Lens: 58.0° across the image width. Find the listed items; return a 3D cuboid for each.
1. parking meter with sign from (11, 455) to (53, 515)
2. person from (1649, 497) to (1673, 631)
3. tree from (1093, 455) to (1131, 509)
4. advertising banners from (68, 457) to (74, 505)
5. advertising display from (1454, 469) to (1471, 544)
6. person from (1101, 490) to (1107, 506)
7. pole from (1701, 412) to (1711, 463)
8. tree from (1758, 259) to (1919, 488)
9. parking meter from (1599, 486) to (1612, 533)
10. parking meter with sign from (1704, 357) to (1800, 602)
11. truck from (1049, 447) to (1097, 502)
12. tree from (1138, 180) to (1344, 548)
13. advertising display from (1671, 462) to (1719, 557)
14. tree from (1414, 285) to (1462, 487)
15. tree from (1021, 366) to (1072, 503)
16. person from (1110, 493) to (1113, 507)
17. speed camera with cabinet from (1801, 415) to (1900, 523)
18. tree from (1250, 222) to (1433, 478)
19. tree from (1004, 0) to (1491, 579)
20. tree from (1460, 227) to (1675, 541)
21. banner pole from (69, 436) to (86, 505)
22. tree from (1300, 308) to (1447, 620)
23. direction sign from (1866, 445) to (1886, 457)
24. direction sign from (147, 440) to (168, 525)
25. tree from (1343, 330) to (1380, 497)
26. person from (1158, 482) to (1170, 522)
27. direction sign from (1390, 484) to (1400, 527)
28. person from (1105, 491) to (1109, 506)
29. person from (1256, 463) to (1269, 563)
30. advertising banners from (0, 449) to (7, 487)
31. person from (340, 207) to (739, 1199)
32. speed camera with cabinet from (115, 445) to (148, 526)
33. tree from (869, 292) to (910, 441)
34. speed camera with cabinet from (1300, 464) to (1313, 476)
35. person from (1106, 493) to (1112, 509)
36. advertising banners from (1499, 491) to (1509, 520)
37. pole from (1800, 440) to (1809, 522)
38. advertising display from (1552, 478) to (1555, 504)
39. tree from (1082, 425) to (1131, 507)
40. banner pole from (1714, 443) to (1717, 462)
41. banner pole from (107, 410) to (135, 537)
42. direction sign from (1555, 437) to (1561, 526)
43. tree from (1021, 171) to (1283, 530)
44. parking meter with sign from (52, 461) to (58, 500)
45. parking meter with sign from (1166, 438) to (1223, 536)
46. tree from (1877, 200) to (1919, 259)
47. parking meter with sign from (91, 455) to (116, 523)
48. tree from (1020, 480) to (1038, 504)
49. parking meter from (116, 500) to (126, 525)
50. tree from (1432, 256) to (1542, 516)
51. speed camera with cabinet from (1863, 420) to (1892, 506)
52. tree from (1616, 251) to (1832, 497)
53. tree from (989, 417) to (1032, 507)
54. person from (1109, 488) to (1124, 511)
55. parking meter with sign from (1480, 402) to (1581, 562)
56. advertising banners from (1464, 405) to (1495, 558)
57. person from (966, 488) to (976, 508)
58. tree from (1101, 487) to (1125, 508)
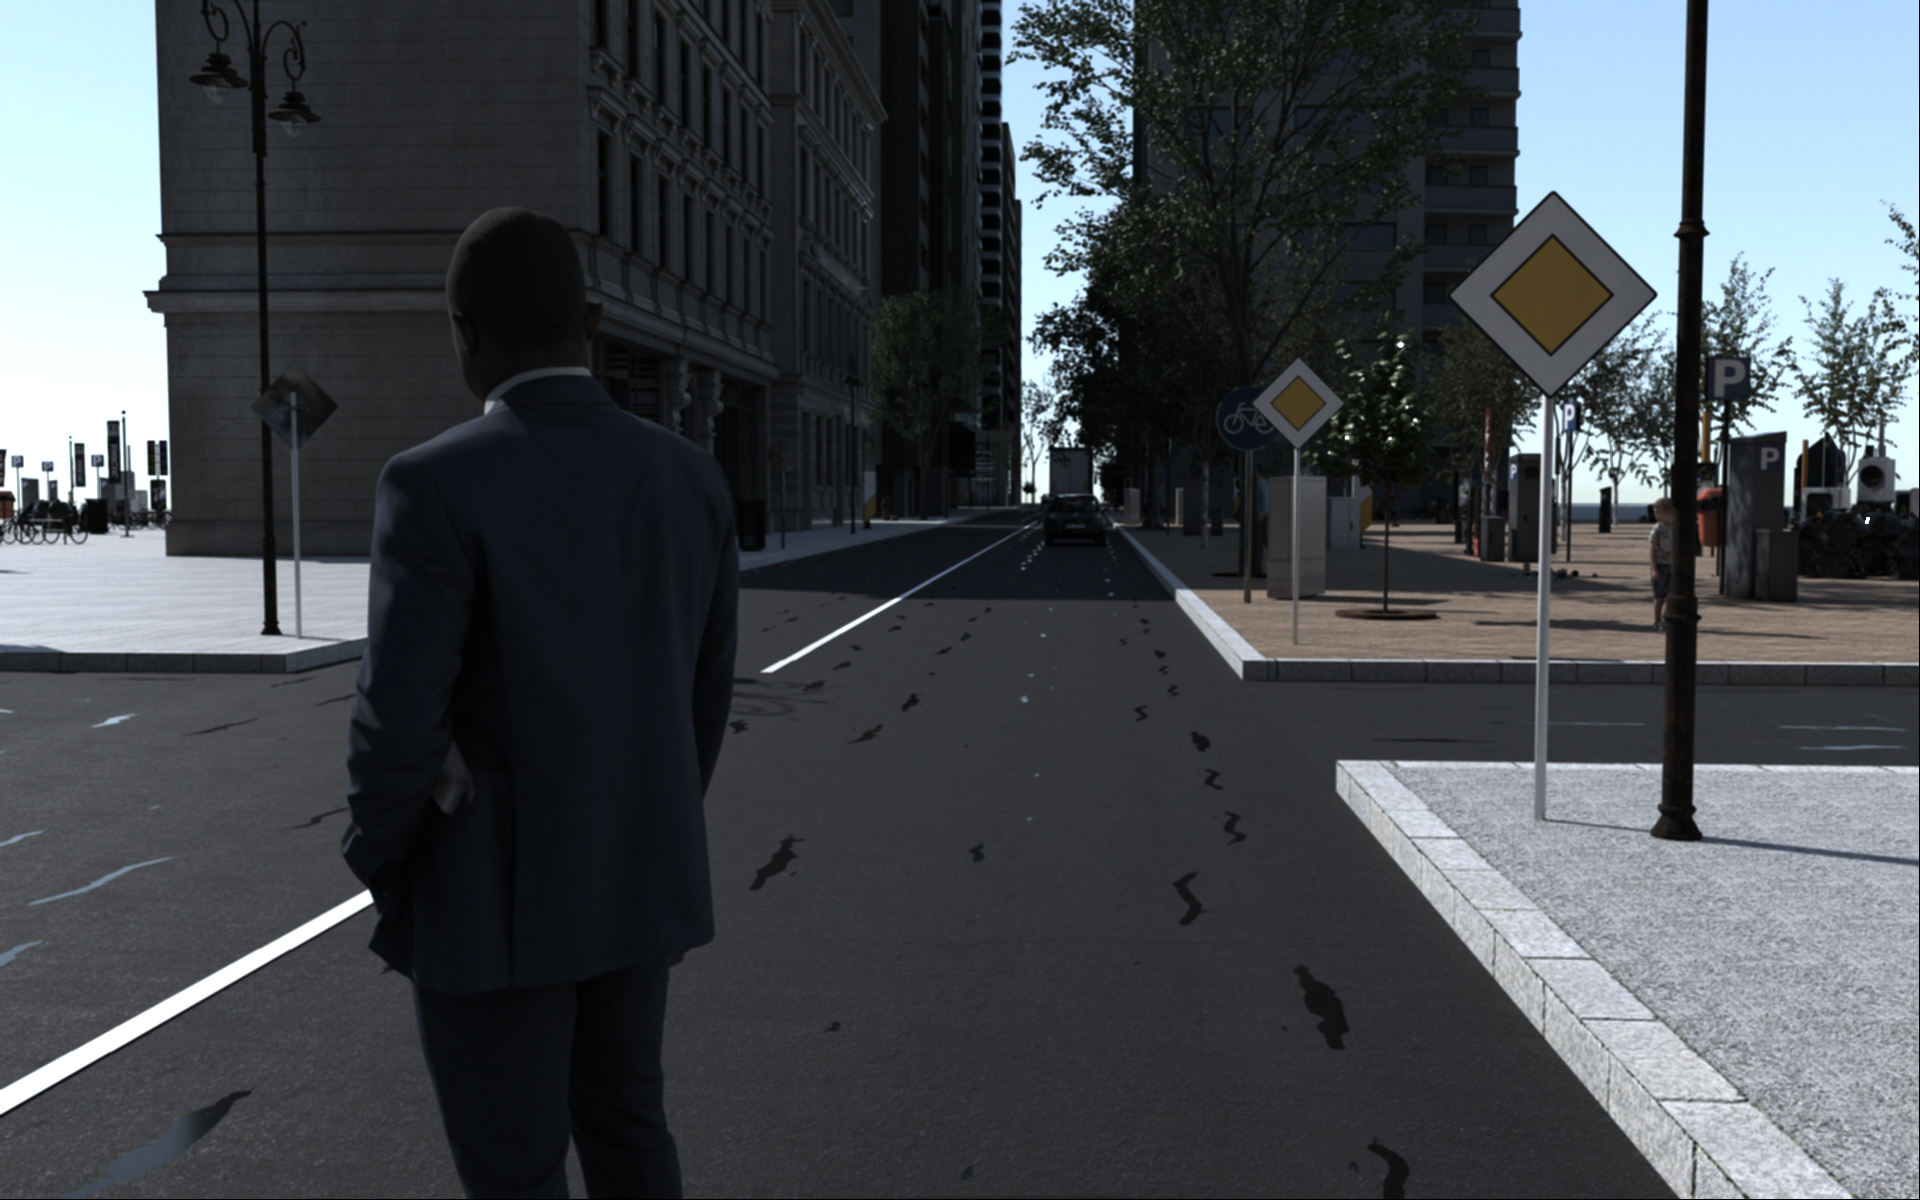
[{"bbox_3d":[-42.349,-5.057,78.949,0.543,3.016,1.738,1,4,9],"label":"parking meter with sign"},{"bbox_3d":[6.634,-0.336,16.224,0.332,1.250,0.352,3,5,40],"label":"person"},{"bbox_3d":[12.861,-9.917,145.856,4.285,4.588,4.351,0,3,0],"label":"tree"},{"bbox_3d":[-41.973,-5.238,81.822,0.090,3.025,2.074,-1,4,-20],"label":"advertising banners"},{"bbox_3d":[13.117,-2.448,45.246,0.123,1.923,0.974,2,4,34],"label":"advertising display"},{"bbox_3d":[15.437,-10.857,184.109,0.990,1.755,0.434,2,4,34],"label":"person"},{"bbox_3d":[18.519,-3.009,43.039,0.158,3.312,0.155,0,3,0],"label":"pole"},{"bbox_3d":[29.876,-6.593,58.164,4.737,8.622,4.395,0,3,0],"label":"tree"},{"bbox_3d":[21.481,-3.012,57.660,0.372,1.533,0.369,0,3,0],"label":"parking meter"},{"bbox_3d":[9.761,-1.529,21.266,0.543,3.016,1.738,0,3,0],"label":"parking meter with sign"},{"bbox_3d":[7.114,-7.353,109.135,2.839,4.237,11.283,0,4,6],"label":"truck"},{"bbox_3d":[6.001,-5.530,40.778,4.360,8.622,3.978,0,3,0],"label":"tree"},{"bbox_3d":[15.099,-1.860,35.630,0.123,1.923,0.974,-3,4,-38],"label":"advertising display"},{"bbox_3d":[17.294,-6.644,58.993,4.360,8.622,3.978,0,3,0],"label":"tree"},{"bbox_3d":[11.808,-24.018,248.581,12.611,20.169,13.585,0,3,0],"label":"tree"},{"bbox_3d":[15.471,-10.320,175.313,0.750,1.759,0.617,-1,4,-11],"label":"person"},{"bbox_3d":[22.345,-3.012,43.586,0.660,3.252,2.038,-3,4,-38],"label":"speed camera with cabinet"},{"bbox_3d":[9.475,-5.920,47.147,4.737,8.622,4.395,0,3,0],"label":"tree"},{"bbox_3d":[4.373,-6.167,26.588,9.928,11.665,9.643,0,3,0],"label":"tree"},{"bbox_3d":[16.528,-5.896,46.765,4.360,8.622,3.978,0,3,0],"label":"tree"},{"bbox_3d":[-37.986,-5.167,74.492,0.401,3.779,0.863,2,4,32],"label":"banner pole"},{"bbox_3d":[4.511,-1.439,18.128,1.663,3.219,1.824,0,3,0],"label":"tree"},{"bbox_3d":[42.478,-5.408,80.419,0.876,3.537,0.379,0,4,3],"label":"direction sign"},{"bbox_3d":[-33.791,-4.954,72.989,0.876,3.537,0.379,0,4,6],"label":"direction sign"},{"bbox_3d":[16.973,-7.763,77.281,4.360,8.622,3.978,0,3,0],"label":"tree"},{"bbox_3d":[9.158,-4.424,78.474,0.767,1.812,0.694,0,4,5],"label":"person"},{"bbox_3d":[17.104,-4.648,67.991,0.876,3.537,0.379,1,4,14],"label":"direction sign"},{"bbox_3d":[15.793,-11.000,185.872,1.348,1.826,0.705,-2,4,-31],"label":"person"},{"bbox_3d":[5.287,-1.470,30.091,0.620,1.820,0.660,0,4,-8],"label":"person"},{"bbox_3d":[-37.952,-4.332,67.019,2.074,3.025,0.090,-1,4,-10],"label":"advertising banners"},{"bbox_3d":[-0.541,0.386,2.374,0.419,1.800,0.721,2,4,30],"label":"person"},{"bbox_3d":[-33.646,-4.648,70.328,0.660,3.252,2.038,0,4,-6],"label":"speed camera with cabinet"},{"bbox_3d":[-1.597,-9.646,83.475,9.928,11.665,9.643,0,3,0],"label":"tree"},{"bbox_3d":[14.038,-4.728,71.638,0.660,3.252,2.038,0,4,-3],"label":"speed camera with cabinet"},{"bbox_3d":[13.015,-8.682,151.219,0.421,1.427,0.697,2,4,28],"label":"person"},{"bbox_3d":[27.174,-5.517,86.398,2.074,3.025,0.090,2,4,28],"label":"advertising banners"},{"bbox_3d":[31.746,-4.359,65.111,0.158,3.312,0.155,0,3,0],"label":"pole"},{"bbox_3d":[24.163,-4.059,71.581,0.974,1.923,0.123,-1,4,-23],"label":"advertising display"},{"bbox_3d":[15.865,-14.630,173.620,8.767,10.594,7.601,0,4,-4],"label":"tree"},{"bbox_3d":[36.761,-5.772,84.394,0.401,3.779,0.863,1,4,15],"label":"banner pole"},{"bbox_3d":[-25.142,-3.778,51.782,0.863,3.779,0.401,1,4,17],"label":"banner pole"},{"bbox_3d":[23.950,-4.737,69.442,0.379,3.537,0.876,2,4,30],"label":"direction sign"},{"bbox_3d":[6.973,-8.846,61.640,9.611,12.733,9.660,0,3,0],"label":"tree"},{"bbox_3d":[-48.030,-5.830,91.575,0.543,3.016,1.738,-3,4,-38],"label":"parking meter with sign"},{"bbox_3d":[7.274,-3.505,53.564,1.738,3.016,0.543,1,4,13],"label":"parking meter with sign"},{"bbox_3d":[20.066,-5.074,33.320,4.737,8.622,4.395,0,3,0],"label":"tree"},{"bbox_3d":[-37.989,-4.957,77.311,0.543,3.016,1.738,0,4,4],"label":"parking meter with sign"},{"bbox_3d":[9.003,-14.316,228.669,1.663,3.219,1.824,0,3,0],"label":"tree"},{"bbox_3d":[-34.744,-3.871,71.707,0.372,1.533,0.369,0,3,0],"label":"parking meter"},{"bbox_3d":[16.002,-6.215,51.971,4.737,8.622,4.395,0,3,0],"label":"tree"},{"bbox_3d":[26.436,-3.297,48.250,2.038,3.252,0.660,2,4,29],"label":"speed camera with cabinet"},{"bbox_3d":[23.456,-6.311,53.546,4.737,8.622,4.395,0,3,0],"label":"tree"},{"bbox_3d":[4.722,-13.157,165.471,4.360,8.622,3.978,0,3,0],"label":"tree"},{"bbox_3d":[12.085,-7.732,133.281,1.217,1.723,0.721,1,4,13],"label":"person"},{"bbox_3d":[10.787,-2.237,32.840,1.738,3.016,0.543,0,4,-8],"label":"parking meter with sign"},{"bbox_3d":[10.500,-2.380,35.104,0.090,3.025,2.074,0,4,5],"label":"advertising banners"},{"bbox_3d":[1.000,-9.670,164.109,0.705,1.831,1.348,3,5,39],"label":"person"},{"bbox_3d":[14.287,-10.143,160.447,1.663,3.219,1.824,0,3,0],"label":"tree"}]
